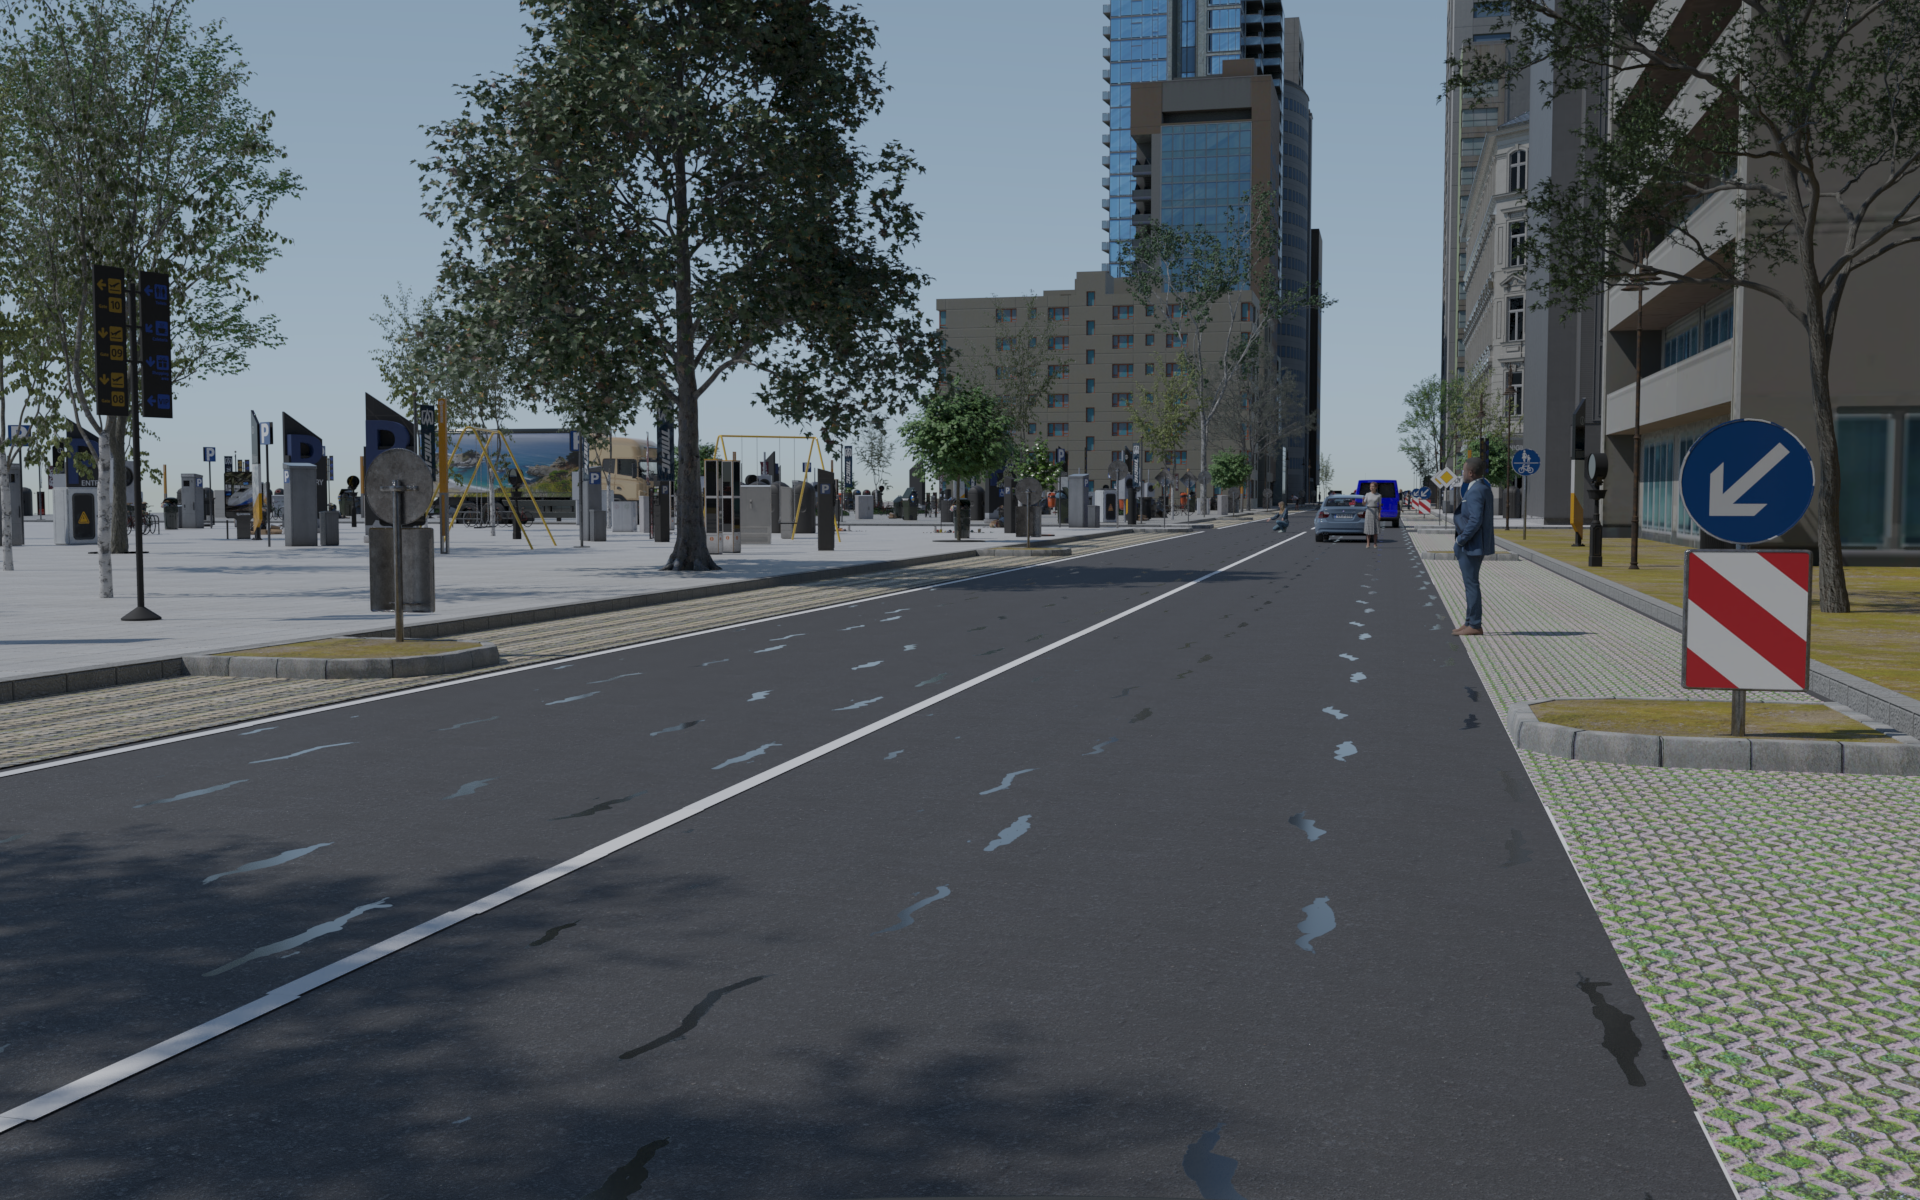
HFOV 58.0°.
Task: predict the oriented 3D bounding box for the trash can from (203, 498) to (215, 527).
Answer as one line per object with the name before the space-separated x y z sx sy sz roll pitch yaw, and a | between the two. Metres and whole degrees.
trash can | -29.660 -3.456 68.159 0.748 1.137 0.748 0 3 0

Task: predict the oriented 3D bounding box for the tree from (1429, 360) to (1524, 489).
tree | 28.478 -8.816 94.503 4.737 8.622 4.395 0 3 0

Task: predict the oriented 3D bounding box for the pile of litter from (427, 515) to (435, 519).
pile of litter | -28.377 -4.696 90.752 1.719 0.858 1.176 1 4 23

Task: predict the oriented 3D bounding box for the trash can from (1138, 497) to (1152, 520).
trash can | 9.014 -4.447 84.361 0.748 1.137 0.748 0 3 0

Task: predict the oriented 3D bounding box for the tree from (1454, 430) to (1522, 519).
tree | 26.961 -6.407 88.475 4.285 4.588 4.351 0 3 0

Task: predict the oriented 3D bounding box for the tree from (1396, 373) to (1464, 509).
tree | 40.918 -13.545 147.221 9.928 11.665 9.643 0 3 0

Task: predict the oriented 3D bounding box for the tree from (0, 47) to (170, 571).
tree | -15.724 -4.793 28.726 4.737 8.622 4.395 0 3 0

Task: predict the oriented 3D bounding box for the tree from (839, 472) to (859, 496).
tree | -8.490 -8.234 129.227 1.663 3.219 1.824 0 3 0

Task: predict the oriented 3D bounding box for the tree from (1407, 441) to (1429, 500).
tree | 60.482 -16.848 225.823 4.737 8.622 4.395 0 3 0

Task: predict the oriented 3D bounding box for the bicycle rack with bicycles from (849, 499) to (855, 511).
bicycle rack with bicycles | -6.279 -6.519 119.965 2.852 0.926 2.925 2 4 28

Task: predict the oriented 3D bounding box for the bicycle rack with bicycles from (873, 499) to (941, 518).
bicycle rack with bicycles | -3.243 -5.494 103.204 2.852 0.926 2.925 -2 4 -28

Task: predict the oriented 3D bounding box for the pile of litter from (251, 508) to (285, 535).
pile of litter | -22.023 -2.504 54.901 1.719 0.858 1.176 -2 4 -30

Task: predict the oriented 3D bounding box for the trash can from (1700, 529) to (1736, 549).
trash can | 11.110 -0.831 25.241 0.748 1.137 0.748 0 3 0

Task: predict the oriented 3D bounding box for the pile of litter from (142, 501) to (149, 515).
pile of litter | -48.790 -5.451 103.081 1.719 0.858 1.176 3 4 36

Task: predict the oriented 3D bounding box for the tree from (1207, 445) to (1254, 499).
tree | 18.165 -8.132 116.669 4.285 4.588 4.351 0 3 0

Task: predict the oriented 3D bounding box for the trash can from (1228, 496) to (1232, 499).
trash can | 18.536 -6.605 119.650 0.748 1.137 0.748 0 3 0

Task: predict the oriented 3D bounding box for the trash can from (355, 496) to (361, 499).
trash can | -39.816 -6.311 114.835 0.748 1.137 0.748 0 3 0

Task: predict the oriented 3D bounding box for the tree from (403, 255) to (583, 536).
tree | -14.420 -6.250 52.542 4.360 8.622 3.978 0 3 0

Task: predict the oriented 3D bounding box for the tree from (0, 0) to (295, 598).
tree | -10.550 -4.344 21.389 4.360 8.622 3.978 0 3 0

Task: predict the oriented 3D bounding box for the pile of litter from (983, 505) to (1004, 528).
pile of litter | 1.633 -3.174 65.867 1.719 0.858 1.176 1 4 18

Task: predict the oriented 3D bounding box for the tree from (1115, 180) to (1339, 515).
tree | 16.030 -15.223 104.785 12.611 20.169 13.585 0 3 0

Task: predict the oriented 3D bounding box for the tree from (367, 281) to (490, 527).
tree | -18.514 -6.731 60.412 4.737 8.622 4.395 0 3 0

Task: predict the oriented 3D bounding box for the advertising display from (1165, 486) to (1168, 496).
advertising display | 16.918 -8.364 141.963 0.123 1.923 0.974 1 4 19

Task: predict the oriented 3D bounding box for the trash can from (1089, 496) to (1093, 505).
trash can | 8.999 -6.751 122.032 0.748 1.137 0.748 0 3 0

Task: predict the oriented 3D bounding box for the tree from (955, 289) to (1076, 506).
tree | 1.909 -6.804 61.610 4.360 8.622 3.978 0 3 0

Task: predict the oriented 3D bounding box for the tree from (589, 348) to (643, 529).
tree | -13.249 -6.951 64.006 4.360 8.622 3.978 0 3 0

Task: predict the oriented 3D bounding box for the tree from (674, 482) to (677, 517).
tree | -16.131 -6.376 98.846 1.663 3.219 1.824 0 3 0

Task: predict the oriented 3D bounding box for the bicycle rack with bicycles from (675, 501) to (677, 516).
bicycle rack with bicycles | -15.740 -5.396 101.604 2.925 0.926 2.852 3 5 45

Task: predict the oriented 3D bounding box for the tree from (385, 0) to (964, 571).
tree | -4.674 -6.846 28.938 9.611 12.733 9.660 0 3 0

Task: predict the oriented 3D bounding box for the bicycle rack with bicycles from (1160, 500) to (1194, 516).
bicycle rack with bicycles | 12.250 -5.456 102.580 2.925 0.926 2.852 1 4 16

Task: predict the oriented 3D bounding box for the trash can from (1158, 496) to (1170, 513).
trash can | 13.124 -6.107 111.497 0.748 1.137 0.748 0 3 0

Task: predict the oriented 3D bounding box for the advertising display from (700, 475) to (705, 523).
advertising display | -8.508 -3.283 58.896 0.974 1.923 0.123 -1 4 -20

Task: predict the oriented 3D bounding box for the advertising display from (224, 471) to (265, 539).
advertising display | -20.384 -2.693 49.246 0.974 1.923 0.123 -1 4 -19

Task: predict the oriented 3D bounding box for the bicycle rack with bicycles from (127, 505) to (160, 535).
bicycle rack with bicycles | -26.397 -2.521 54.596 2.852 0.926 2.925 1 4 13

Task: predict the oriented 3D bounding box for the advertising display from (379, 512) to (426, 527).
advertising display | -12.130 -1.985 37.665 0.974 1.923 0.123 -1 4 -20

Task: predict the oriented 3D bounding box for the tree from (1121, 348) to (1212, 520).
tree | 10.413 -8.332 86.595 4.737 8.622 4.395 0 3 0

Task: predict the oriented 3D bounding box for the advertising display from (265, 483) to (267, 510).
advertising display | -40.657 -5.872 101.214 0.123 1.923 0.974 -1 4 -10

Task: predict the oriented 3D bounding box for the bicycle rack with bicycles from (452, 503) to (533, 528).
bicycle rack with bicycles | -18.223 -3.256 66.612 2.925 0.926 2.852 3 5 39

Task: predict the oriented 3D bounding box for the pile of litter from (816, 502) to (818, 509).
pile of litter | -9.015 -5.750 107.984 1.719 0.858 1.176 -3 5 -43

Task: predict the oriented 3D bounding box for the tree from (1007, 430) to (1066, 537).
tree | 2.486 -3.548 52.606 1.663 3.219 1.824 0 3 0

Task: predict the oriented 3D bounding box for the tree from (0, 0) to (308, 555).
tree | -17.969 -6.794 36.830 9.928 11.665 9.643 0 3 0

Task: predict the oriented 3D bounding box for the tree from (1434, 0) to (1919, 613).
tree | 9.320 -5.160 18.776 8.767 10.594 7.601 -2 4 -35

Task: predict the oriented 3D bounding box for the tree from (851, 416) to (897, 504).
tree | -7.183 -12.063 147.594 4.360 8.622 3.978 0 3 0

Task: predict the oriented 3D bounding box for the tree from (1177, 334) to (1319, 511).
tree | 21.995 -13.533 131.631 12.009 13.543 11.850 0 3 0

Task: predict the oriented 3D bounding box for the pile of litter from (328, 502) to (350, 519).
pile of litter | -32.476 -4.657 90.099 1.719 0.858 1.176 3 5 44

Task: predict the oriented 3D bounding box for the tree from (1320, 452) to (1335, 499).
tree | 62.997 -21.347 299.389 4.737 8.622 4.395 0 3 0

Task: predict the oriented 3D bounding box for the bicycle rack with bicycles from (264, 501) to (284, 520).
bicycle rack with bicycles | -33.991 -4.454 86.206 2.852 0.926 2.925 -3 5 -41

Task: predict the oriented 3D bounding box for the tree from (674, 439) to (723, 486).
tree | -14.457 -6.754 94.149 4.285 4.588 4.351 0 3 0

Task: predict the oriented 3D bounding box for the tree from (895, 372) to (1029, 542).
tree | -0.055 -3.848 46.637 4.285 4.588 4.351 0 3 0
